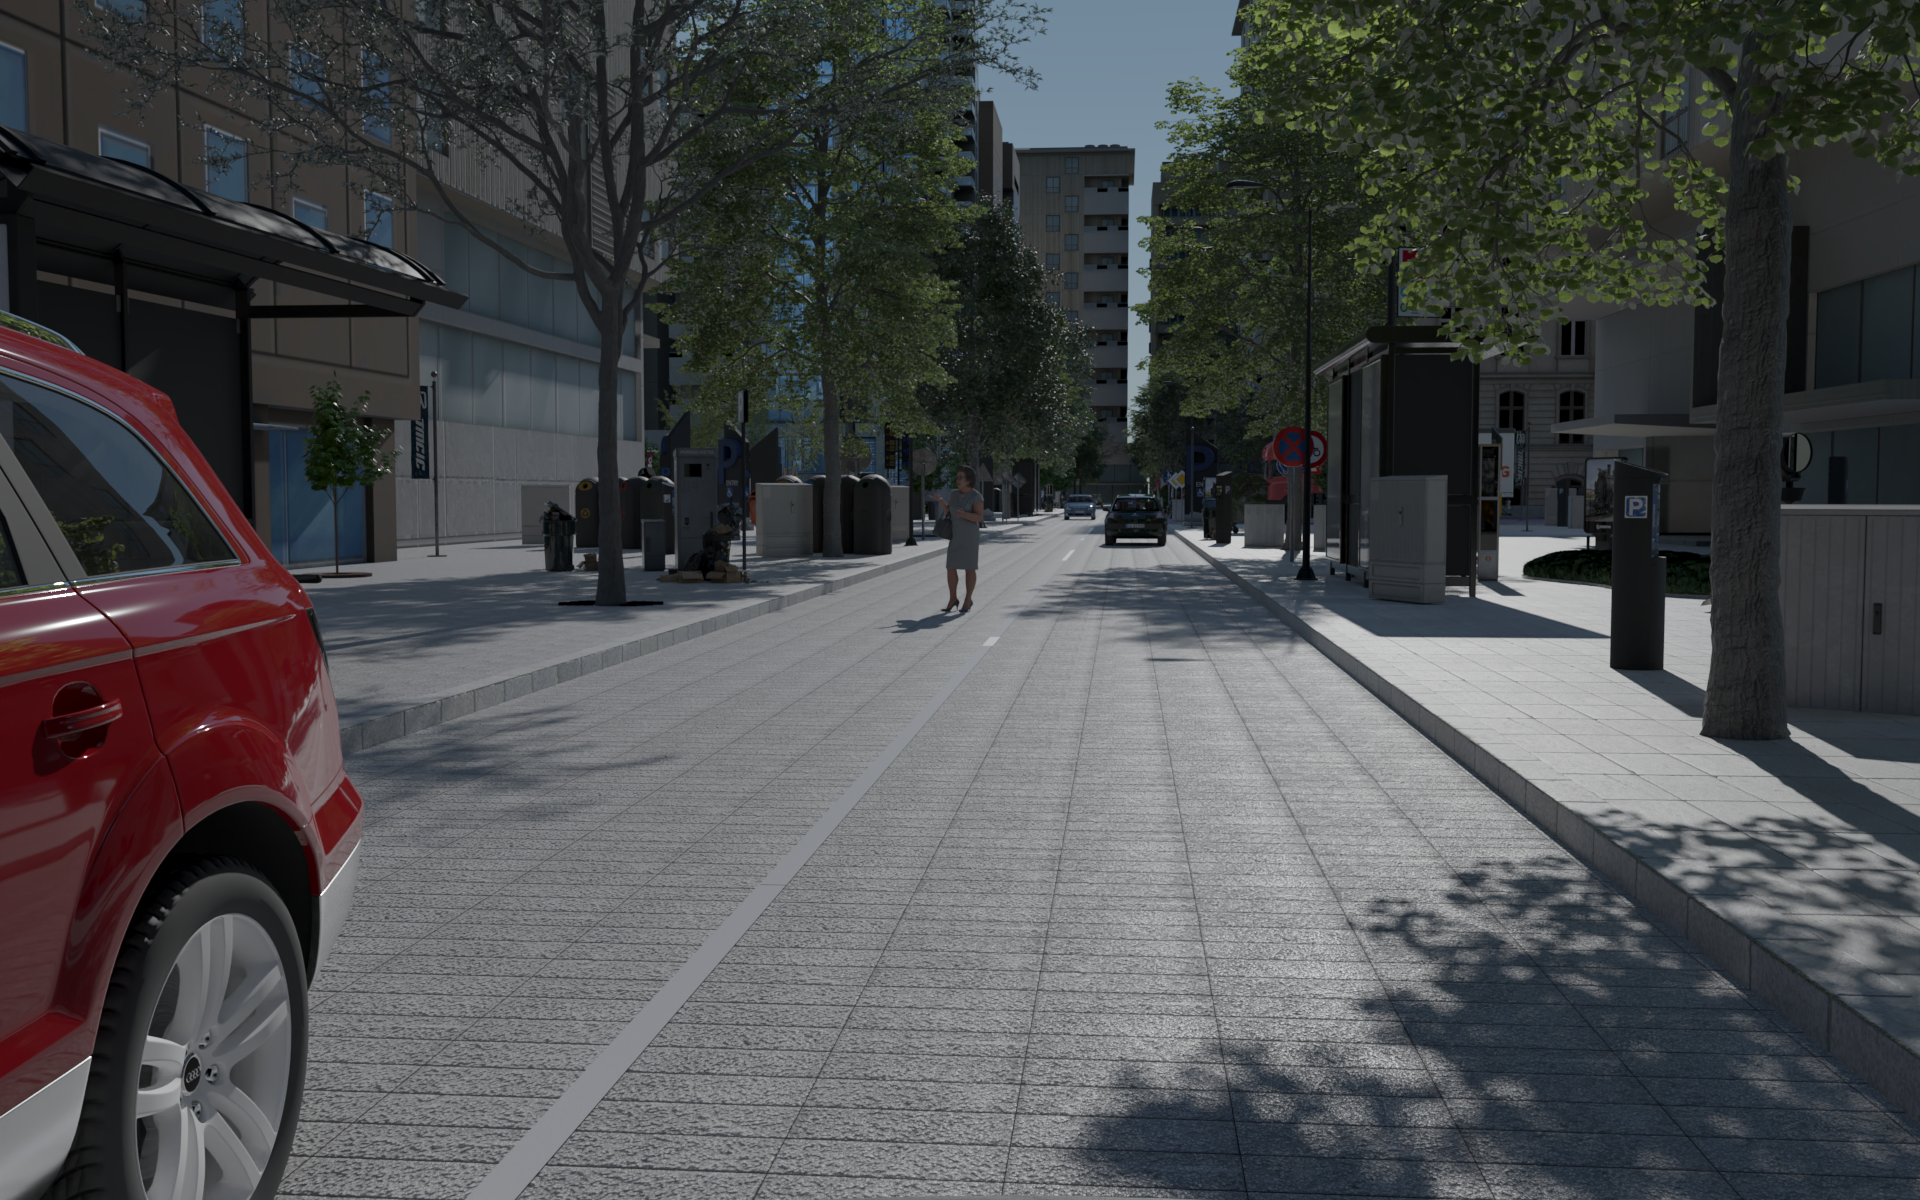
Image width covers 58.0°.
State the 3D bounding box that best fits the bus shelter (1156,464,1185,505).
[{"bbox_3d":[14.452,-7.594,118.086,2.014,3.302,5.546,0,4,5],"label":"bus shelter"}]

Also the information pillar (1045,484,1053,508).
[{"bbox_3d":[6.612,-7.520,127.447,0.304,2.012,0.304,-2,4,-34],"label":"information pillar"}]

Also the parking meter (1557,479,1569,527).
[{"bbox_3d":[23.650,-3.806,67.938,0.255,1.863,0.399,-2,4,-31],"label":"parking meter"}]

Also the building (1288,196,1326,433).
[{"bbox_3d":[26.253,-15.890,108.951,9.793,20.994,18.267,0,4,5],"label":"building"}]

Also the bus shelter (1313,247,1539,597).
[{"bbox_3d":[6.522,-2.946,25.795,2.179,5.291,8.768,0,4,5],"label":"bus shelter"}]

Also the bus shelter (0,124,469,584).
[{"bbox_3d":[-5.193,-1.060,11.260,2.014,3.302,5.546,0,4,5],"label":"bus shelter"}]

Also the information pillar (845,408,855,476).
[{"bbox_3d":[-2.992,-3.414,47.177,0.183,3.616,0.504,-2,4,-29],"label":"information pillar"}]

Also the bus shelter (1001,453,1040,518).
[{"bbox_3d":[3.464,-7.410,98.782,2.179,5.291,8.768,0,4,6],"label":"bus shelter"}]

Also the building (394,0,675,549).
[{"bbox_3d":[-24.399,-28.181,50.004,27.495,52.752,28.713,0,4,5],"label":"building"}]

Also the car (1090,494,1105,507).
[{"bbox_3d":[14.558,-10.768,186.281,2.015,1.641,3.980,0,4,6],"label":"car"}]

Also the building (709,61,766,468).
[{"bbox_3d":[-21.533,-38.031,211.051,27.495,52.752,28.713,0,4,5],"label":"building"}]

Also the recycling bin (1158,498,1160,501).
[{"bbox_3d":[14.459,-6.927,125.814,0.722,1.027,0.722,1,4,21],"label":"recycling bin"}]

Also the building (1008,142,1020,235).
[{"bbox_3d":[-0.070,-34.662,216.840,14.200,45.320,14.600,0,4,5],"label":"building"}]

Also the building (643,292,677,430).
[{"bbox_3d":[-47.041,-36.265,216.628,21.600,48.544,21.300,0,4,5],"label":"building"}]

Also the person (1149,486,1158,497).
[{"bbox_3d":[8.956,-4.363,80.082,0.600,1.795,0.529,-2,4,-35],"label":"person"}]

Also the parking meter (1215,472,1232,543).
[{"bbox_3d":[6.864,-2.410,45.117,0.399,1.863,0.255,-3,5,-39],"label":"parking meter"}]

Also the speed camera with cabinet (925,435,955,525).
[{"bbox_3d":[-0.561,-3.746,55.579,0.660,3.252,2.038,2,4,24],"label":"speed camera with cabinet"}]

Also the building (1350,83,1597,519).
[{"bbox_3d":[37.192,-16.666,91.573,34.723,24.649,14.460,0,4,5],"label":"building"}]

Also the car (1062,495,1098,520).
[{"bbox_3d":[6.750,-5.210,97.182,2.014,1.417,4.499,0,4,5],"label":"car"}]

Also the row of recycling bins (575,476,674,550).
[{"bbox_3d":[-7.889,-2.069,40.940,3.534,1.692,1.069,3,5,44],"label":"row of recycling bins"}]

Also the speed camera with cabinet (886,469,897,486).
[{"bbox_3d":[-4.370,-6.761,104.878,0.660,3.252,2.038,0,4,1],"label":"speed camera with cabinet"}]

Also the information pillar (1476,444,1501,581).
[{"bbox_3d":[7.779,-1.286,25.516,0.304,2.012,0.304,1,4,11],"label":"information pillar"}]

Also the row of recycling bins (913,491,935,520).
[{"bbox_3d":[-2.508,-4.849,86.389,3.534,1.692,1.069,1,4,12],"label":"row of recycling bins"}]

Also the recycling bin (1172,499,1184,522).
[{"bbox_3d":[10.383,-4.194,81.128,0.722,1.027,0.722,1,4,21],"label":"recycling bin"}]

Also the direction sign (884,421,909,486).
[{"bbox_3d":[-1.911,-3.788,53.929,0.876,3.537,0.379,-1,4,-9],"label":"direction sign"}]

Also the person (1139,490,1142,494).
[{"bbox_3d":[15.127,-8.372,145.862,0.515,1.767,0.782,1,4,17],"label":"person"}]

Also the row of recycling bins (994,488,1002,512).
[{"bbox_3d":[2.940,-7.095,123.123,3.534,1.692,1.069,3,4,38],"label":"row of recycling bins"}]

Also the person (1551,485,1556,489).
[{"bbox_3d":[24.636,-3.866,71.959,0.529,1.795,0.600,0,4,-1],"label":"person"}]

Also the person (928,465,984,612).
[{"bbox_3d":[-0.078,-0.747,21.076,0.716,1.782,0.532,3,4,38],"label":"person"}]

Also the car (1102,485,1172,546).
[{"bbox_3d":[5.046,-2.426,49.457,2.009,1.686,4.222,0,4,7],"label":"car"}]

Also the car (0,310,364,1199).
[{"bbox_3d":[-2.412,0.429,1.662,2.281,1.827,5.304,0,4,3],"label":"car"}]

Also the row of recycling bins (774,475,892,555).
[{"bbox_3d":[-2.818,-1.875,37.772,3.534,1.692,1.069,3,5,43],"label":"row of recycling bins"}]

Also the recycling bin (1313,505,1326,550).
[{"bbox_3d":[8.668,-1.680,40.025,0.722,1.027,0.722,-2,4,-31],"label":"recycling bin"}]

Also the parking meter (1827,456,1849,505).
[{"bbox_3d":[13.699,-1.305,27.054,0.255,1.863,0.399,2,4,31],"label":"parking meter"}]

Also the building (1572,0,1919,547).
[{"bbox_3d":[29.371,-27.488,38.665,28.713,52.752,27.495,0,4,5],"label":"building"}]

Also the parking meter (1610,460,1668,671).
[{"bbox_3d":[4.986,-0.263,12.718,0.372,1.533,0.369,0,3,0],"label":"parking meter"}]

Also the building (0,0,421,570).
[{"bbox_3d":[-17.928,-22.975,25.746,14.600,45.320,14.200,0,4,5],"label":"building"}]

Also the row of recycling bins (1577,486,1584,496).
[{"bbox_3d":[44.172,-6.861,119.292,3.534,1.692,1.069,0,4,-8],"label":"row of recycling bins"}]

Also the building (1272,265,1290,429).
[{"bbox_3d":[31.742,-19.335,135.214,14.460,24.649,34.723,0,4,5],"label":"building"}]

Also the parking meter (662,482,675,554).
[{"bbox_3d":[-6.165,-1.749,37.001,0.372,1.533,0.369,0,3,0],"label":"parking meter"}]

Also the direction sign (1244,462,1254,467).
[{"bbox_3d":[20.442,-7.998,122.772,0.379,3.537,0.876,-3,5,-40],"label":"direction sign"}]

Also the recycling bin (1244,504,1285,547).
[{"bbox_3d":[7.469,-1.832,42.509,0.722,1.027,0.722,-2,4,-33],"label":"recycling bin"}]

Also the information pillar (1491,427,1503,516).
[{"bbox_3d":[18.534,-4.192,59.886,0.183,3.616,0.504,-2,4,-25],"label":"information pillar"}]
